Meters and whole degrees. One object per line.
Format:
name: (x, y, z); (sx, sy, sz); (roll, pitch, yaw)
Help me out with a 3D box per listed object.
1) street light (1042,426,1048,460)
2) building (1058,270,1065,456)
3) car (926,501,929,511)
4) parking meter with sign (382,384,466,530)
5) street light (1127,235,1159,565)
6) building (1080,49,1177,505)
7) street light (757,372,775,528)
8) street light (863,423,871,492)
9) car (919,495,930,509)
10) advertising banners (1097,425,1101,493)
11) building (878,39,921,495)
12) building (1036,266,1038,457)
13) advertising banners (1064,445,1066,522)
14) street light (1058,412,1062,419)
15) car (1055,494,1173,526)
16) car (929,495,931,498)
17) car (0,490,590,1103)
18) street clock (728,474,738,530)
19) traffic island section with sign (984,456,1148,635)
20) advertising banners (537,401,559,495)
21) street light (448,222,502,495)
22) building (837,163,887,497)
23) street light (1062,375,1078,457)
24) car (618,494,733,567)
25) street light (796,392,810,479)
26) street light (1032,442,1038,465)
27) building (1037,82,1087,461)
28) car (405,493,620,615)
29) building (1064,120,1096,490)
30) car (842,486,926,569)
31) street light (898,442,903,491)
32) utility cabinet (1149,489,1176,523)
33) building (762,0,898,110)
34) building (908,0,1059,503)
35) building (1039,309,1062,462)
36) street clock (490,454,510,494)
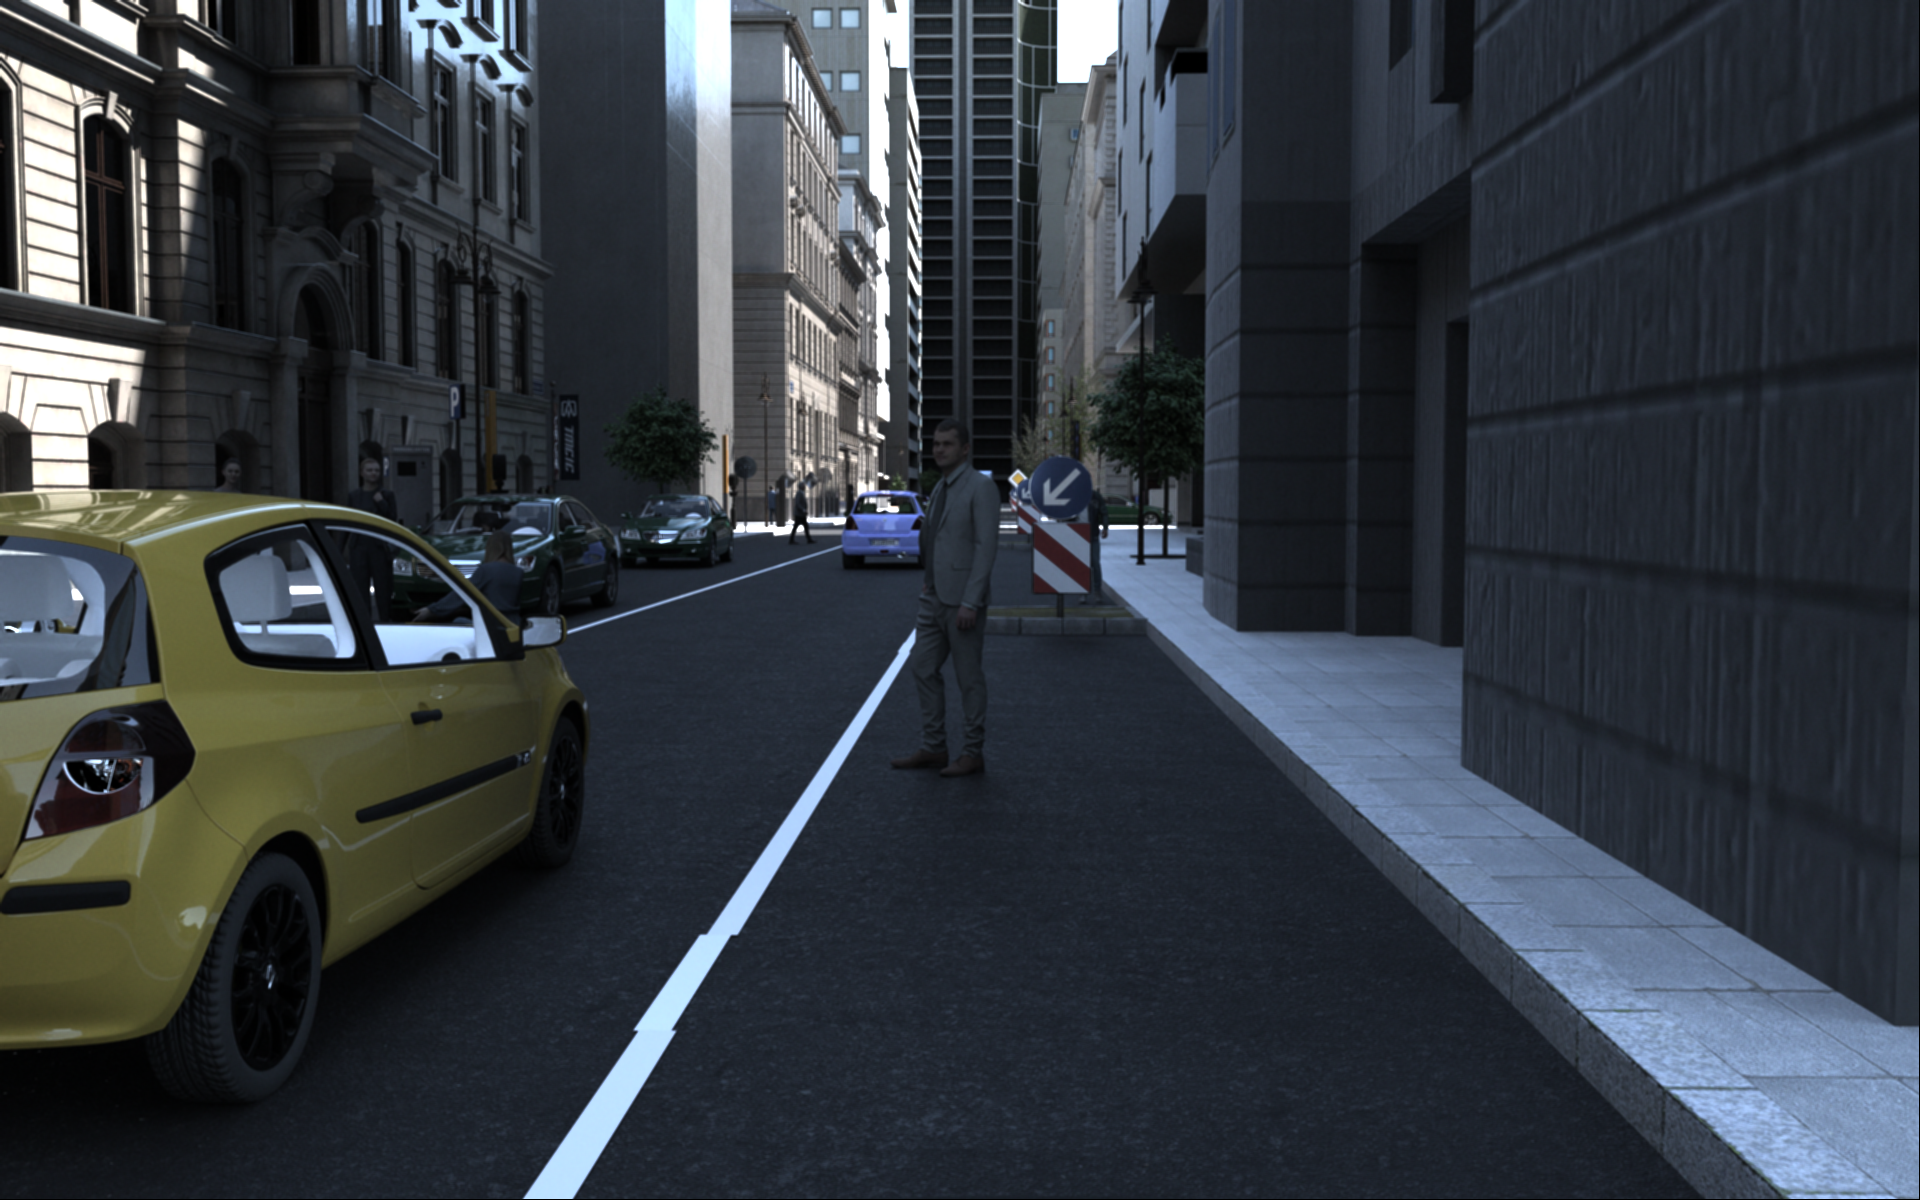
street light: (5.628, -8.684, 114.775); (0.468, 5.910, 1.993); (0, 4, 2)
building: (13.156, -17.876, 141.419); (9.793, 20.994, 18.267); (0, 4, 2)
car: (-0.659, -4.679, 85.302); (1.959, 1.807, 4.718); (0, 4, 3)
parking meter with sign: (-8.687, -1.892, 27.194); (1.738, 3.016, 0.543); (-2, 4, -34)
street light: (3.276, -3.574, 31.225); (0.468, 5.910, 1.993); (0, 4, 2)
building: (15.851, -15.460, 81.650); (19.941, 23.489, 11.050); (0, 4, 2)
street light: (-7.338, -5.674, 65.551); (0.468, 5.910, 1.993); (0, 4, 2)
street light: (-6.010, -8.565, 112.828); (0.468, 5.910, 1.993); (0, 4, 2)
car: (-3.027, -7.450, 134.392); (1.945, 1.354, 3.894); (0, 4, 0)
advertising banners: (3.530, -2.935, 44.178); (0.090, 3.025, 2.074); (0, 4, 4)
building: (-15.720, -34.605, 189.500); (21.300, 48.544, 21.600); (0, 4, 2)
building: (16.597, -27.362, 219.076); (14.160, 30.474, 14.107); (0, 4, 2)
advertising banners: (3.723, -3.999, 61.567); (0.090, 3.025, 2.074); (0, 4, 3)
street light: (4.703, -6.470, 78.576); (0.468, 5.910, 1.993); (0, 4, 2)
car: (6.395, -3.681, 71.978); (4.920, 1.459, 2.131); (0, 4, 1)
car: (-2.160, -9.318, 161.947); (1.945, 1.707, 3.694); (0, 4, 1)
car: (-2.403, 0.287, 5.531); (2.015, 1.641, 3.980); (0, 4, 2)
street clock: (-8.033, -3.477, 61.417); (0.358, 2.002, 0.471); (1, 4, 12)
traffic island section with sign: (0.958, -0.612, 18.633); (1.989, 1.847, 2.006); (0, 4, 2)
advertising banners: (-7.646, -2.206, 32.261); (0.090, 3.025, 2.074); (0, 4, -3)
street light: (-8.296, -3.486, 29.782); (0.468, 5.910, 1.993); (0, 4, 2)
building: (-13.282, -21.144, 133.087); (14.401, 28.519, 23.554); (0, 4, 2)
street light: (4.342, -5.798, 67.592); (0.468, 5.910, 1.993); (0, 4, 2)
car: (-5.742, -1.443, 35.394); (2.131, 1.459, 4.920); (0, 4, 0)
street light: (-6.982, -6.384, 77.168); (0.468, 5.910, 1.993); (0, 4, 2)
street light: (6.537, -10.889, 150.820); (0.468, 5.910, 1.993); (0, 4, 2)
building: (19.826, -35.285, 200.609); (21.300, 48.544, 21.600); (0, 4, 2)
car: (-5.378, -0.547, 20.748); (2.131, 1.459, 4.920); (0, 4, 2)
building: (17.132, -18.988, 114.975); (19.350, 26.468, 34.151); (0, 4, 2)
car: (-1.383, -1.525, 34.528); (1.945, 1.707, 3.694); (0, 4, 1)
street light: (-5.052, -10.744, 148.457); (0.468, 5.910, 1.993); (0, 4, 2)
utility cabinet: (8.918, -4.139, 76.352); (1.173, 1.500, 0.318); (-1, 4, -19)
building: (-20.904, -35.215, 165.003); (28.713, 52.752, 27.495); (0, 4, 2)
building: (3.479, -49.293, 244.186); (20.611, 71.187, 20.563); (0, 4, 2)
building: (22.114, -20.251, 176.144); (27.650, 21.520, 28.899); (0, 4, 2)
street clock: (-8.416, -1.658, 31.683); (0.358, 2.002, 0.471); (-1, 4, -18)
